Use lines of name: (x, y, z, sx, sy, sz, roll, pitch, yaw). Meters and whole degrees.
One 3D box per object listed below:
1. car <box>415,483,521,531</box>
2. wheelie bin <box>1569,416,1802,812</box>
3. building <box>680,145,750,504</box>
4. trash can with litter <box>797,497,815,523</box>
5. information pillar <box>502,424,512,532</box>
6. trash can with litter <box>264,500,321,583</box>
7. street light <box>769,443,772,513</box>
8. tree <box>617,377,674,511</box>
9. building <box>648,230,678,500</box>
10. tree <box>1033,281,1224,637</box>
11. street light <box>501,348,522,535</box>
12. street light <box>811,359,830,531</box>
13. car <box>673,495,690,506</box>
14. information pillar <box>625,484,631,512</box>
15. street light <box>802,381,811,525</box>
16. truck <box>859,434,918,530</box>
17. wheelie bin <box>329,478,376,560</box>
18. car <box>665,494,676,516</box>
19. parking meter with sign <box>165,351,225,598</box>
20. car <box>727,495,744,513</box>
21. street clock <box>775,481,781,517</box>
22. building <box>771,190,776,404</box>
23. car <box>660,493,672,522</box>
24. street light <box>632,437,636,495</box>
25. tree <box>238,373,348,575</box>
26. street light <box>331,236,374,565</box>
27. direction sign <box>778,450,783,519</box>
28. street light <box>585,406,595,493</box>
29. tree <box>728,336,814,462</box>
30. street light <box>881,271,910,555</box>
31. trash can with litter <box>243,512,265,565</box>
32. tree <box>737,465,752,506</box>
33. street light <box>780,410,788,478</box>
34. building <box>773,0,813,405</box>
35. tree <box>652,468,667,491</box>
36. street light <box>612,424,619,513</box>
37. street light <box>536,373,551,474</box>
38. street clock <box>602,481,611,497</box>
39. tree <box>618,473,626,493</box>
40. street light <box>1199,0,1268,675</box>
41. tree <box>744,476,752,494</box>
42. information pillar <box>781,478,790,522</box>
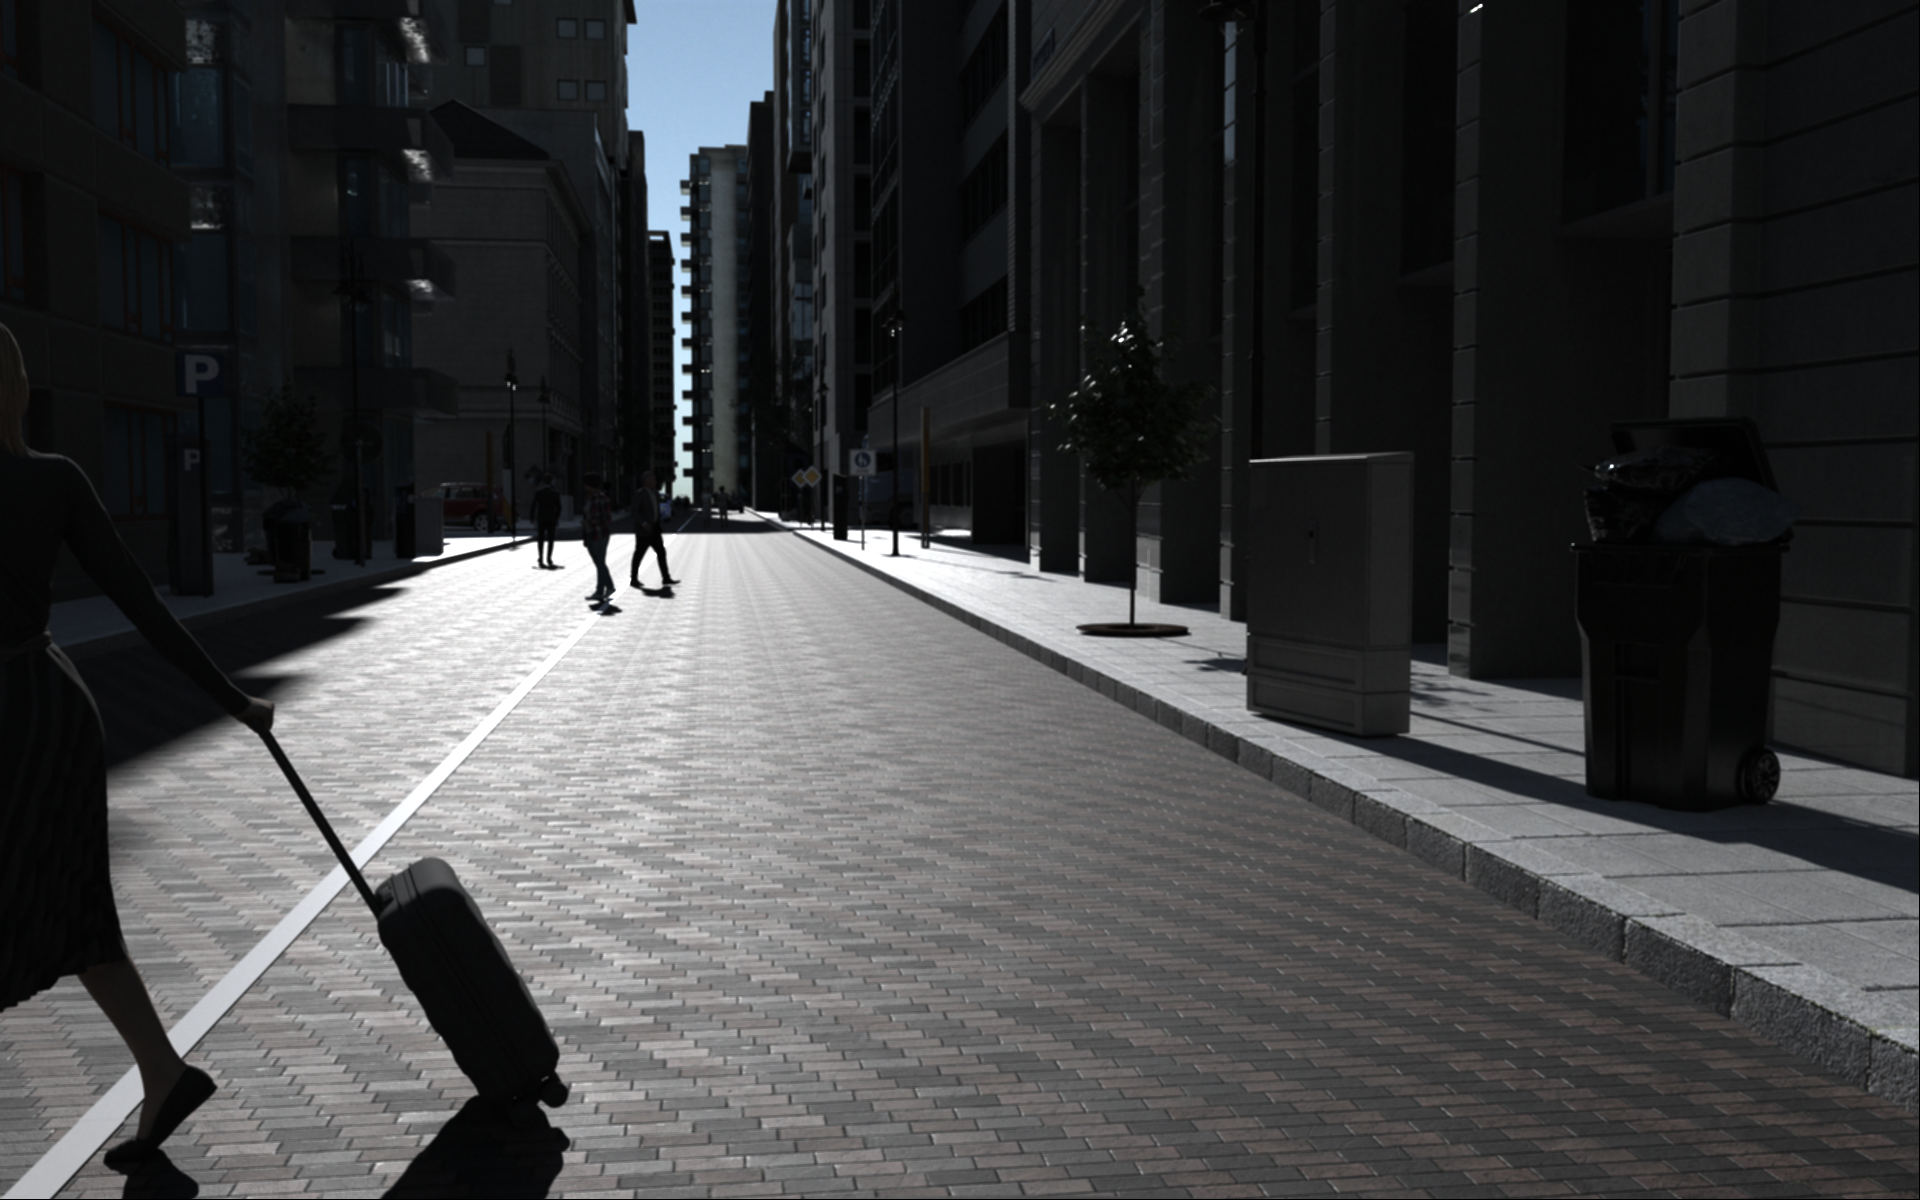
car: (-18.589, -3.293, 62.515, 5.304, 1.827, 2.281, 0, 4, -7)
wheelie bin: (3.007, 0.042, 7.220, 0.693, 1.594, 0.980, -3, 4, -36)
building: (-22.776, -37.828, 238.097, 30.456, 49.044, 23.786, 0, 4, -8)
trash can with litter: (-6.833, -4.035, 77.362, 0.624, 1.170, 1.055, -3, 4, -38)
information pillar: (-15.204, -4.085, 58.144, 0.183, 3.616, 0.504, -3, 4, -37)
trash can with litter: (-9.728, -0.853, 25.339, 0.624, 1.170, 1.055, -1, 4, -14)
street light: (-12.934, -8.900, 118.296, 0.468, 5.910, 1.993, 0, 4, -8)
tree: (-25.881, -12.042, 131.300, 8.767, 10.594, 7.601, 0, 4, -8)
building: (-51.254, -33.394, 237.877, 23.993, 40.220, 32.217, 0, 4, -8)
tree: (1.624, -1.296, 15.797, 1.663, 3.219, 1.824, 0, 3, 0)
street light: (-14.128, -5.008, 54.675, 0.468, 5.910, 1.993, 0, 4, -8)
street light: (-4.720, -5.301, 59.466, 0.468, 5.910, 1.993, 0, 4, -8)
car: (-32.380, -11.574, 201.813, 1.945, 1.354, 3.894, 0, 4, -7)
information pillar: (-23.549, -7.231, 122.716, 0.304, 2.012, 0.304, 3, 5, 44)
street light: (-6.192, -6.011, 71.072, 0.468, 5.910, 1.993, 0, 4, -8)
truck: (4.876, -4.671, 66.131, 18.799, 4.110, 2.967, -1, 4, -9)
wheelie bin: (-11.943, -1.601, 34.078, 0.980, 1.594, 0.693, 3, 4, 38)
car: (-19.830, -6.287, 114.588, 2.131, 1.459, 4.920, 0, 4, -7)
parking meter with sign: (-9.798, -1.578, 22.055, 0.543, 3.016, 1.738, -2, 4, -34)
car: (-17.158, -7.191, 130.148, 1.945, 1.354, 3.894, -1, 4, -9)
street clock: (-10.022, -5.624, 96.517, 0.471, 2.002, 0.358, 0, 4, 8)
building: (-11.287, -24.234, 167.929, 14.160, 30.474, 14.107, 0, 4, -8)
car: (-15.664, -4.819, 88.386, 1.945, 1.707, 3.694, 0, 4, -7)
street light: (-26.098, -10.125, 138.333, 0.468, 5.910, 1.993, 0, 4, -8)
tree: (-10.648, -2.032, 27.818, 1.663, 3.219, 1.824, 0, 3, 0)
street light: (-10.928, -3.578, 31.295, 0.468, 5.910, 1.993, 0, 4, -8)
direction sign: (-9.190, -5.955, 89.368, 0.379, 3.537, 0.876, 0, 4, 0)
street light: (-19.354, -7.212, 90.709, 0.468, 5.910, 1.993, 0, 4, -8)
tree: (-9.677, -10.215, 101.433, 8.767, 10.594, 7.601, 0, 4, 4)
street light: (-1.349, -3.873, 36.110, 0.468, 5.910, 1.993, 0, 4, -8)
trash can with litter: (-12.576, -1.243, 31.708, 0.624, 1.170, 1.055, 1, 4, 17)
tree: (-23.078, -12.737, 191.971, 4.285, 4.588, 4.351, 0, 3, 0)
street light: (-9.615, -7.471, 94.933, 0.468, 5.910, 1.993, 0, 4, -8)
building: (-9.227, -30.788, 153.498, 14.600, 45.320, 14.200, 0, 4, -8)
tree: (-38.310, -14.285, 217.273, 4.285, 4.588, 4.351, 0, 3, 0)
street light: (-22.818, -8.696, 114.965, 0.468, 5.910, 1.993, 0, 4, -8)
street light: (-15.963, -5.734, 66.543, 0.468, 5.910, 1.993, 0, 4, -8)
street clock: (-20.222, -5.791, 99.248, 0.471, 2.002, 0.358, -2, 4, -24)
tree: (-26.936, -8.680, 136.524, 1.663, 3.219, 1.824, 0, 3, 0)
street light: (2.089, -2.406, 12.131, 0.468, 5.910, 1.993, 0, 4, -8)
tree: (-22.126, -11.581, 183.949, 1.663, 3.219, 1.824, 0, 3, 0)
information pillar: (-8.142, -4.668, 80.816, 0.304, 2.012, 0.304, 2, 4, 34)
